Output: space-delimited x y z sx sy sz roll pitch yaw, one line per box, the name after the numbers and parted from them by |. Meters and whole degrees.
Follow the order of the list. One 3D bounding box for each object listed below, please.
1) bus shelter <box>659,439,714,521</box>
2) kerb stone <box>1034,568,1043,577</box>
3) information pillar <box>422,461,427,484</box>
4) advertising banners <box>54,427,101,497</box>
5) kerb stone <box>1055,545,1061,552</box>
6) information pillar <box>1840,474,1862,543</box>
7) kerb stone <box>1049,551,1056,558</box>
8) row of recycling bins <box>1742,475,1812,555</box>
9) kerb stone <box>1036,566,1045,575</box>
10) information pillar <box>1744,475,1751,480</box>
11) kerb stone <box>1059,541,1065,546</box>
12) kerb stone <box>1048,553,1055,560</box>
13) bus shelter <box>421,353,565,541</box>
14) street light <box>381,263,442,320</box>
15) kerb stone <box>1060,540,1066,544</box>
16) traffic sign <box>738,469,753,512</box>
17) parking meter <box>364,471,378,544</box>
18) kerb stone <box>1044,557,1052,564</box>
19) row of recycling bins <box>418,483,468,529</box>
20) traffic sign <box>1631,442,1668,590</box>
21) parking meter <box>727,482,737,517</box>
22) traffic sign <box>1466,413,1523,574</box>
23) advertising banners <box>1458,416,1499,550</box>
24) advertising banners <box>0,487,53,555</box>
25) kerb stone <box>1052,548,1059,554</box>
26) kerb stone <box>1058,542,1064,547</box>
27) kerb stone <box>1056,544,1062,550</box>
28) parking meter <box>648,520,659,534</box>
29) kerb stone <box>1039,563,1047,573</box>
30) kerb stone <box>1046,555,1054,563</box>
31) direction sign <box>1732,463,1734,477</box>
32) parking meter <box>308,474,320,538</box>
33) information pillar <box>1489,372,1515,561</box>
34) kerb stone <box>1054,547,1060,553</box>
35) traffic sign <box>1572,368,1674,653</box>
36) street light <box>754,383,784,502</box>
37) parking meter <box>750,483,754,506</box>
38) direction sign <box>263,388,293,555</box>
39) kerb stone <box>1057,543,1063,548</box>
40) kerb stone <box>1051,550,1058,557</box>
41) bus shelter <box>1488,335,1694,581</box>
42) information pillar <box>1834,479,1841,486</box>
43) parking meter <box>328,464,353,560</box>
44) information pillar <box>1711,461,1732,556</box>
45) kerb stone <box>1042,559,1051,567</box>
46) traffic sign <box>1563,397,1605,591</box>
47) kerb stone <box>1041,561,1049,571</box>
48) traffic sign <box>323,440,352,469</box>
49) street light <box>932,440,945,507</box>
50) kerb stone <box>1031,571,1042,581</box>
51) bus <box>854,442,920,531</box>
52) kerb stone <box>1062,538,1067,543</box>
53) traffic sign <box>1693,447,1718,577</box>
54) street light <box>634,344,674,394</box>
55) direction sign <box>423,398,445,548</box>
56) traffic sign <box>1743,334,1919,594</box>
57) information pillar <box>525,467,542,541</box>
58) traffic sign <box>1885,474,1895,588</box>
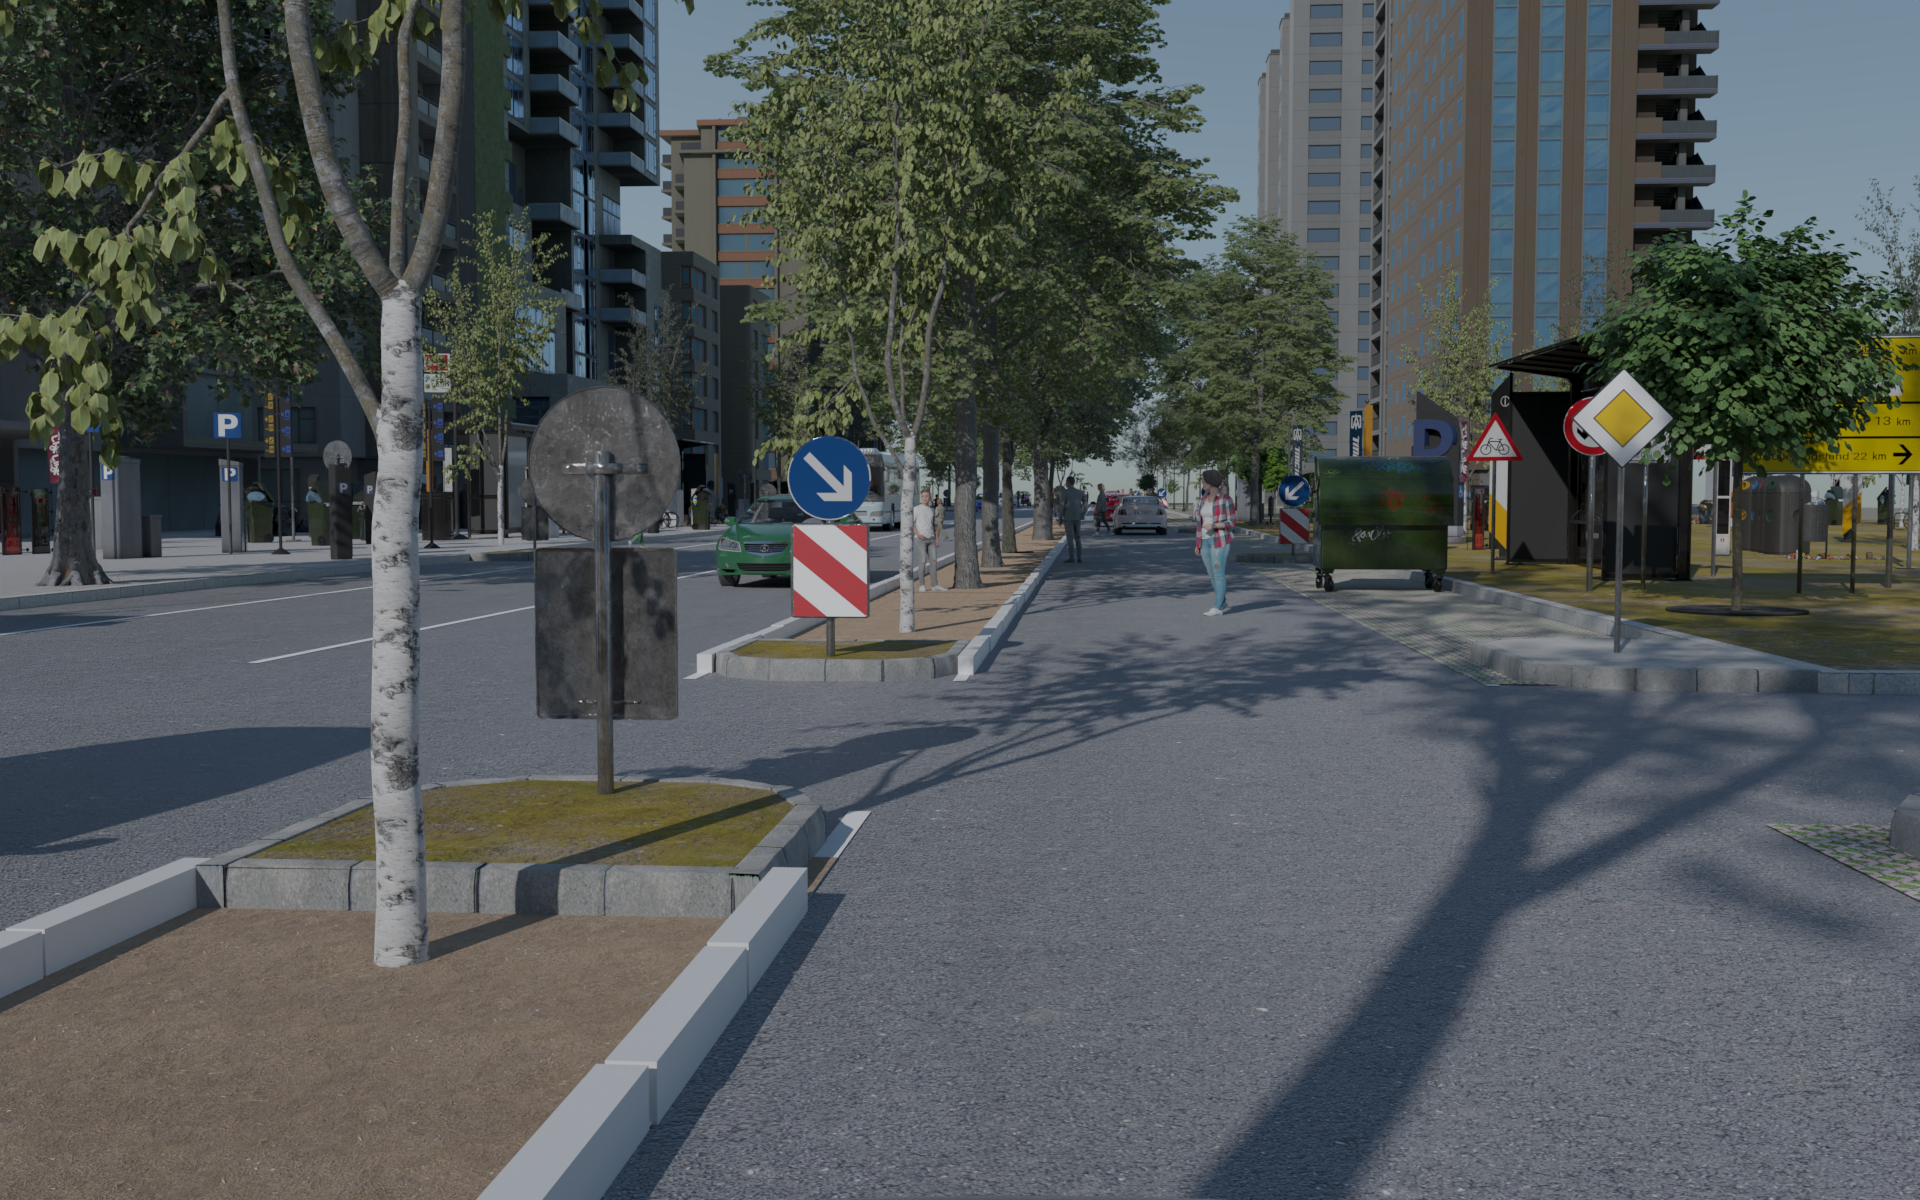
-12.408 -5.226 76.728 1.731 3.624 6.357 0 4 5 | bus shelter
1.247 -0.387 28.521 0.120 0.150 1.000 0 4 5 | kerb stone
-22.256 -4.916 71.735 0.183 3.616 0.504 2 4 32 | information pillar
-22.166 -2.928 44.066 2.074 3.025 0.090 -1 4 -11 | advertising banners
2.246 -1.135 40.755 0.120 0.150 1.000 0 4 5 | kerb stone
23.582 -3.327 45.754 0.183 3.616 0.504 -2 4 -29 | information pillar
1.913 -0.885 36.677 0.120 0.150 1.000 0 4 5 | kerb stone
17.884 -1.894 38.078 1.069 1.692 3.534 1 4 12 | row of recycling bins
1.332 -0.446 29.539 0.120 0.150 1.000 0 4 5 | kerb stone
35.887 -5.354 78.889 0.504 3.616 0.183 -3 4 -38 | information pillar
2.575 -1.380 44.831 0.120 0.150 1.000 0 4 5 | kerb stone
1.836 -0.823 35.656 0.120 0.150 1.000 0 4 5 | kerb stone
-13.930 -4.538 51.824 2.179 5.291 8.768 0 4 5 | bus shelter
-11.106 -3.819 34.980 1.470 5.913 1.316 0 4 5 | street light
2.658 -1.446 45.853 0.120 0.150 1.000 0 4 5 | kerb stone
-10.717 -5.272 86.303 0.768 2.556 0.104 1 4 9 | traffic sign
-15.059 -2.368 44.434 0.399 1.863 0.255 1 4 21 | parking meter
1.667 -0.699 33.618 0.120 0.150 1.000 0 4 5 | kerb stone
-18.569 -3.472 63.876 3.534 1.692 1.069 -3 4 -37 | row of recycling bins
9.110 -1.279 23.037 0.606 2.300 0.079 1 4 9 | traffic sign
-10.940 -4.736 83.140 0.399 1.863 0.255 0 4 4 | parking meter
8.590 -1.704 27.869 0.884 2.594 0.081 1 4 11 | traffic sign
11.915 -2.661 39.692 2.074 3.025 0.090 -3 5 -44 | advertising banners
-19.951 -2.460 36.413 0.090 3.025 2.074 1 4 18 | advertising banners
2.075 -1.008 38.719 0.120 0.150 1.000 0 4 5 | kerb stone
2.493 -1.322 43.811 0.120 0.150 1.000 0 4 5 | kerb stone
2.331 -1.195 41.774 0.120 0.150 1.000 0 4 5 | kerb stone
-9.981 -2.934 56.385 0.372 1.533 0.369 0 3 0 | parking meter
1.413 -0.506 30.558 0.120 0.150 1.000 0 4 5 | kerb stone
1.753 -0.761 34.637 0.120 0.150 1.000 0 4 5 | kerb stone
34.309 -5.247 77.783 0.876 3.537 0.379 1 4 17 | direction sign
-19.087 -2.783 51.212 0.255 1.863 0.399 0 4 -3 | parking meter
10.484 -2.577 33.495 0.183 3.616 0.504 -3 4 -37 | information pillar
2.165 -1.073 39.736 0.120 0.150 1.000 0 4 5 | kerb stone
5.313 -0.631 13.951 0.795 2.450 0.064 0 4 5 | traffic sign
-8.089 -6.137 72.886 1.470 5.913 1.316 0 4 5 | street light
-10.560 -5.048 88.250 0.255 1.863 0.399 -1 4 -12 | parking meter
-14.448 -2.737 36.742 0.876 3.537 0.379 2 4 31 | direction sign
2.420 -1.260 42.792 0.120 0.150 1.000 0 4 5 | kerb stone
2.000 -0.948 37.699 0.120 0.150 1.000 0 4 5 | kerb stone
10.247 -2.278 28.527 1.731 3.624 6.357 0 4 4 | bus shelter
42.329 -4.843 83.678 0.304 2.012 0.304 1 4 18 | information pillar
-12.132 -1.728 33.963 0.255 1.863 0.399 3 5 42 | parking meter
15.736 -1.914 35.780 0.304 2.012 0.304 1 4 11 | information pillar
1.592 -0.636 32.599 0.120 0.150 1.000 0 4 5 | kerb stone
8.306 -1.387 22.784 0.768 2.556 0.104 0 4 6 | traffic sign
1.506 -0.571 31.581 0.120 0.150 1.000 0 4 5 | kerb stone
-14.750 -2.502 41.014 0.768 2.556 0.104 1 4 13 | traffic sign
-1.809 -10.845 149.857 1.470 5.913 1.316 0 4 5 | street light
1.177 -0.321 27.490 0.120 0.150 1.000 0 4 5 | kerb stone
-3.635 -4.617 70.354 2.948 3.499 13.247 0 4 5 | bus
2.824 -1.568 47.890 0.120 0.150 1.000 0 4 5 | kerb stone
11.698 -1.641 26.836 0.884 2.594 0.081 1 4 14 | traffic sign
-9.579 -4.978 53.931 1.470 5.913 1.316 0 4 5 | street light
-12.520 -2.994 40.956 0.876 3.537 0.379 2 4 26 | direction sign
11.184 -1.737 22.271 2.265 3.308 0.079 1 4 9 | traffic sign
-11.652 -2.621 47.347 0.304 2.012 0.304 2 4 30 | information pillar
12.702 -1.438 23.620 0.768 2.556 0.104 1 4 8 | traffic sign
